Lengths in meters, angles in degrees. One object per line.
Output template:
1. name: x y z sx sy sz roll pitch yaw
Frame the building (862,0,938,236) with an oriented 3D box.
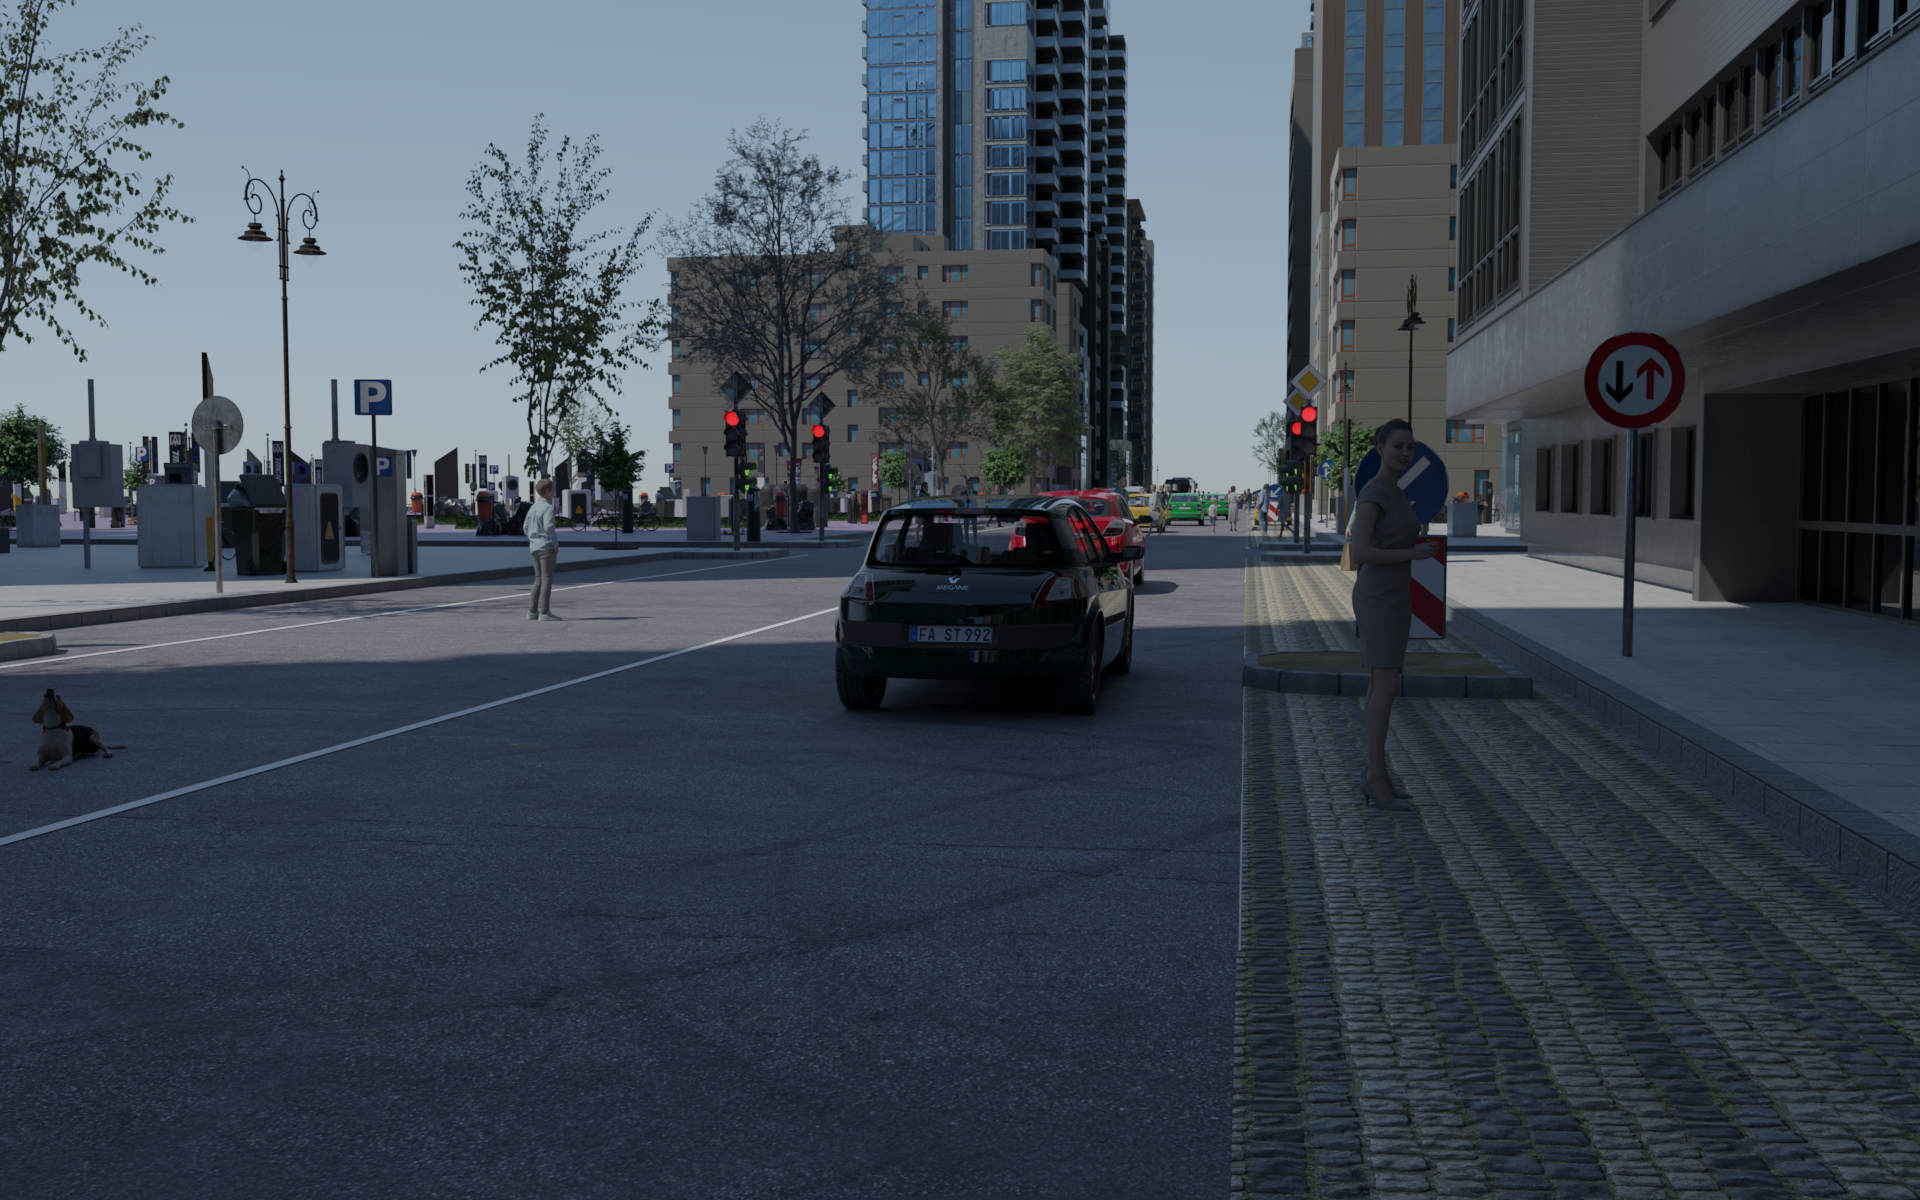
1. building: 2.061 -52.202 166.178 22.319 86.520 31.000 1 4 9

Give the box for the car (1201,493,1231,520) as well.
1. car: 14.183 -5.359 96.410 1.959 1.807 4.718 0 4 8

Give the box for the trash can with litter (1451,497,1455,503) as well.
1. trash can with litter: 21.033 -3.732 72.411 1.055 1.170 0.624 0 4 4

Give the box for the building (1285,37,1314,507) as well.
1. building: 45.113 -34.022 179.955 21.300 48.544 21.600 1 4 9

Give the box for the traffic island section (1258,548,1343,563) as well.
1. traffic island section: 7.513 -0.925 37.408 2.009 0.180 2.903 1 4 9

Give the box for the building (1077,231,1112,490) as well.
1. building: 8.972 -25.557 189.565 14.160 30.474 14.107 1 4 9

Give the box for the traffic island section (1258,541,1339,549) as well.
1. traffic island section: 8.818 -1.407 45.286 2.009 0.180 2.903 1 4 9

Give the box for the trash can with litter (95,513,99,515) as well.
1. trash can with litter: -52.524 -5.717 104.525 1.678 1.210 2.233 -3 5 -39

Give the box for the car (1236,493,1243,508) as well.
1. car: 27.728 -10.042 173.774 1.945 1.707 3.694 1 4 10

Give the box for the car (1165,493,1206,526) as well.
1. car: 10.283 -4.312 79.305 1.959 1.807 4.718 0 4 8

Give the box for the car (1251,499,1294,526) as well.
1. car: 14.403 -4.245 79.628 2.015 1.641 3.980 1 4 10

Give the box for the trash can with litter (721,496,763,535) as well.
1. trash can with litter: -7.110 -2.680 54.867 1.678 1.210 2.233 -1 4 -8

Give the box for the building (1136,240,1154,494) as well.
1. building: 22.967 -35.986 271.962 14.154 41.232 14.086 1 4 9

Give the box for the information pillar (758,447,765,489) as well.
1. information pillar: -9.933 -5.833 86.727 0.504 3.616 0.183 3 5 42

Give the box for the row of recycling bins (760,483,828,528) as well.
1. row of recycling bins: -6.516 -3.693 67.493 3.534 1.692 1.069 3 5 41

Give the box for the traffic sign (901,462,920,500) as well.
1. traffic sign: -1.967 -4.187 68.568 0.768 2.556 0.104 1 4 14

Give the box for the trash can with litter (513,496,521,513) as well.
1. trash can with litter: -28.167 -6.029 109.960 0.624 1.170 1.055 -1 4 -16

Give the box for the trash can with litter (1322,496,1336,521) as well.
1. trash can with litter: 18.251 -4.431 83.508 1.678 1.210 2.233 3 5 40

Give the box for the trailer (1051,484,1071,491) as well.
1. trailer: 6.034 -5.916 103.769 1.471 1.999 3.904 1 4 10

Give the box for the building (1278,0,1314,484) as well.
1. building: 54.877 -56.332 233.702 22.319 86.520 31.000 1 4 9

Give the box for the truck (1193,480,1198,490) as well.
1. truck: 30.218 -14.455 232.260 3.469 3.379 9.791 1 4 9

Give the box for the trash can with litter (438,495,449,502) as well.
1. trash can with litter: -25.679 -4.671 87.422 2.233 1.210 1.678 -1 4 -11

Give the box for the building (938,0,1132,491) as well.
1. building: 11.230 -55.525 220.505 22.319 86.520 31.000 1 4 9

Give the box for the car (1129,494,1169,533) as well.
1. car: 6.853 -3.364 65.223 2.015 1.641 3.980 1 4 9

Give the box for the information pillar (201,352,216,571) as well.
1. information pillar: -12.499 -2.293 28.853 0.183 3.616 0.504 -1 4 -12

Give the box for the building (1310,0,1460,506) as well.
1. building: 35.415 -29.879 138.637 14.600 45.320 14.200 1 4 9

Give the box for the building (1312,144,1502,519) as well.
1. building: 34.841 -15.511 98.641 27.650 21.520 28.899 1 4 9

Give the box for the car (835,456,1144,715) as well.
1. car: 0.307 -0.182 12.760 2.009 1.686 4.222 1 4 10

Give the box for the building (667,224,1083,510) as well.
1. building: -5.373 -17.959 138.671 27.650 21.520 28.899 1 4 9

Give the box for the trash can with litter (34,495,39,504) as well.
1. trash can with litter: -59.386 -6.022 109.517 2.233 1.210 1.678 1 4 9

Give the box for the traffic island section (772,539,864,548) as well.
1. traffic island section: -3.801 -1.535 47.374 2.009 0.180 2.903 1 4 9

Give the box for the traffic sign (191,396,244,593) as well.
1. traffic sign: -9.621 -1.365 22.431 0.768 2.556 0.104 1 4 13

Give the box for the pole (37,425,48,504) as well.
1. pole: -27.078 -3.504 51.136 0.158 3.312 0.155 0 3 0

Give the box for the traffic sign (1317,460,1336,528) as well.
1. traffic sign: 13.844 -3.986 65.272 0.768 2.556 0.104 1 4 11

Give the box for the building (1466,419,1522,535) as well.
1. building: 31.638 -26.508 53.014 30.456 49.044 23.786 1 4 9

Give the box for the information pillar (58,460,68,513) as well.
1. information pillar: -60.539 -7.676 116.860 0.504 3.616 0.183 -2 4 -32

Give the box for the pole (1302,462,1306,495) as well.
1. pole: 21.721 -7.069 109.429 0.158 3.312 0.155 0 3 0

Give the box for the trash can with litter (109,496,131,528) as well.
1. trash can with litter: -31.954 -3.328 65.795 0.624 1.170 1.055 -1 4 -18

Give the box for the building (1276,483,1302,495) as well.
1. building: 64.330 -34.838 261.485 32.217 40.220 23.993 1 4 9

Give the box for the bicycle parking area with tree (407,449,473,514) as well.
1. bicycle parking area with tree: -36.406 -7.730 113.387 9.016 4.147 8.231 -1 4 -23

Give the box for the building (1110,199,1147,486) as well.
1. building: 15.469 -36.498 251.364 22.147 44.769 28.867 1 4 9

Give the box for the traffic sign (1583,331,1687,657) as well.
1. traffic sign: 5.278 -0.827 13.622 0.768 2.556 0.104 1 4 12

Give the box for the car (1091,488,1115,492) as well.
1. car: 8.858 -6.016 107.032 2.281 1.827 5.304 1 4 11

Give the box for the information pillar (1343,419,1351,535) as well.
1. information pillar: 12.113 -3.842 54.177 0.183 3.616 0.504 0 4 0

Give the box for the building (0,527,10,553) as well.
1. building: -33.944 -29.811 29.408 28.212 58.520 21.231 1 4 9

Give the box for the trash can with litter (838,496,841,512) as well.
1. trash can with litter: -6.149 -4.909 91.316 1.678 1.210 2.233 3 5 40

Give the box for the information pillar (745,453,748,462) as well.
1. information pillar: -12.119 -6.545 98.360 0.183 3.616 0.504 0 4 -3

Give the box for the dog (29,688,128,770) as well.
1. dog: -4.738 0.663 9.348 0.550 0.427 0.748 3 4 36

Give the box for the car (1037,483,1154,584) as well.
1. car: 1.850 -1.066 26.476 2.155 1.783 4.494 1 4 9

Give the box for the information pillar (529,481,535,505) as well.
1. information pillar: -24.042 -5.680 97.366 0.304 2.012 0.304 0 4 -5

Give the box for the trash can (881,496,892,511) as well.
1. trash can: -4.332 -5.535 102.144 0.748 1.137 0.748 0 3 0

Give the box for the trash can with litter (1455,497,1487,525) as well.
1. trash can with litter: 21.114 -3.664 71.299 1.055 1.170 0.624 -1 4 -17

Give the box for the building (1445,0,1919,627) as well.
1. building: 14.575 -12.263 19.575 14.314 24.678 30.058 1 4 9

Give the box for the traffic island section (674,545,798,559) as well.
1. traffic island section: -5.106 -1.053 39.496 2.009 0.180 2.903 1 4 9

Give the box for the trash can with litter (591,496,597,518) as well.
1. trash can with litter: -19.533 -4.843 90.571 0.624 1.170 1.055 3 4 38

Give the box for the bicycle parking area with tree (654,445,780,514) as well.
1. bicycle parking area with tree: -13.188 -7.103 103.130 8.231 4.147 9.016 3 5 42
